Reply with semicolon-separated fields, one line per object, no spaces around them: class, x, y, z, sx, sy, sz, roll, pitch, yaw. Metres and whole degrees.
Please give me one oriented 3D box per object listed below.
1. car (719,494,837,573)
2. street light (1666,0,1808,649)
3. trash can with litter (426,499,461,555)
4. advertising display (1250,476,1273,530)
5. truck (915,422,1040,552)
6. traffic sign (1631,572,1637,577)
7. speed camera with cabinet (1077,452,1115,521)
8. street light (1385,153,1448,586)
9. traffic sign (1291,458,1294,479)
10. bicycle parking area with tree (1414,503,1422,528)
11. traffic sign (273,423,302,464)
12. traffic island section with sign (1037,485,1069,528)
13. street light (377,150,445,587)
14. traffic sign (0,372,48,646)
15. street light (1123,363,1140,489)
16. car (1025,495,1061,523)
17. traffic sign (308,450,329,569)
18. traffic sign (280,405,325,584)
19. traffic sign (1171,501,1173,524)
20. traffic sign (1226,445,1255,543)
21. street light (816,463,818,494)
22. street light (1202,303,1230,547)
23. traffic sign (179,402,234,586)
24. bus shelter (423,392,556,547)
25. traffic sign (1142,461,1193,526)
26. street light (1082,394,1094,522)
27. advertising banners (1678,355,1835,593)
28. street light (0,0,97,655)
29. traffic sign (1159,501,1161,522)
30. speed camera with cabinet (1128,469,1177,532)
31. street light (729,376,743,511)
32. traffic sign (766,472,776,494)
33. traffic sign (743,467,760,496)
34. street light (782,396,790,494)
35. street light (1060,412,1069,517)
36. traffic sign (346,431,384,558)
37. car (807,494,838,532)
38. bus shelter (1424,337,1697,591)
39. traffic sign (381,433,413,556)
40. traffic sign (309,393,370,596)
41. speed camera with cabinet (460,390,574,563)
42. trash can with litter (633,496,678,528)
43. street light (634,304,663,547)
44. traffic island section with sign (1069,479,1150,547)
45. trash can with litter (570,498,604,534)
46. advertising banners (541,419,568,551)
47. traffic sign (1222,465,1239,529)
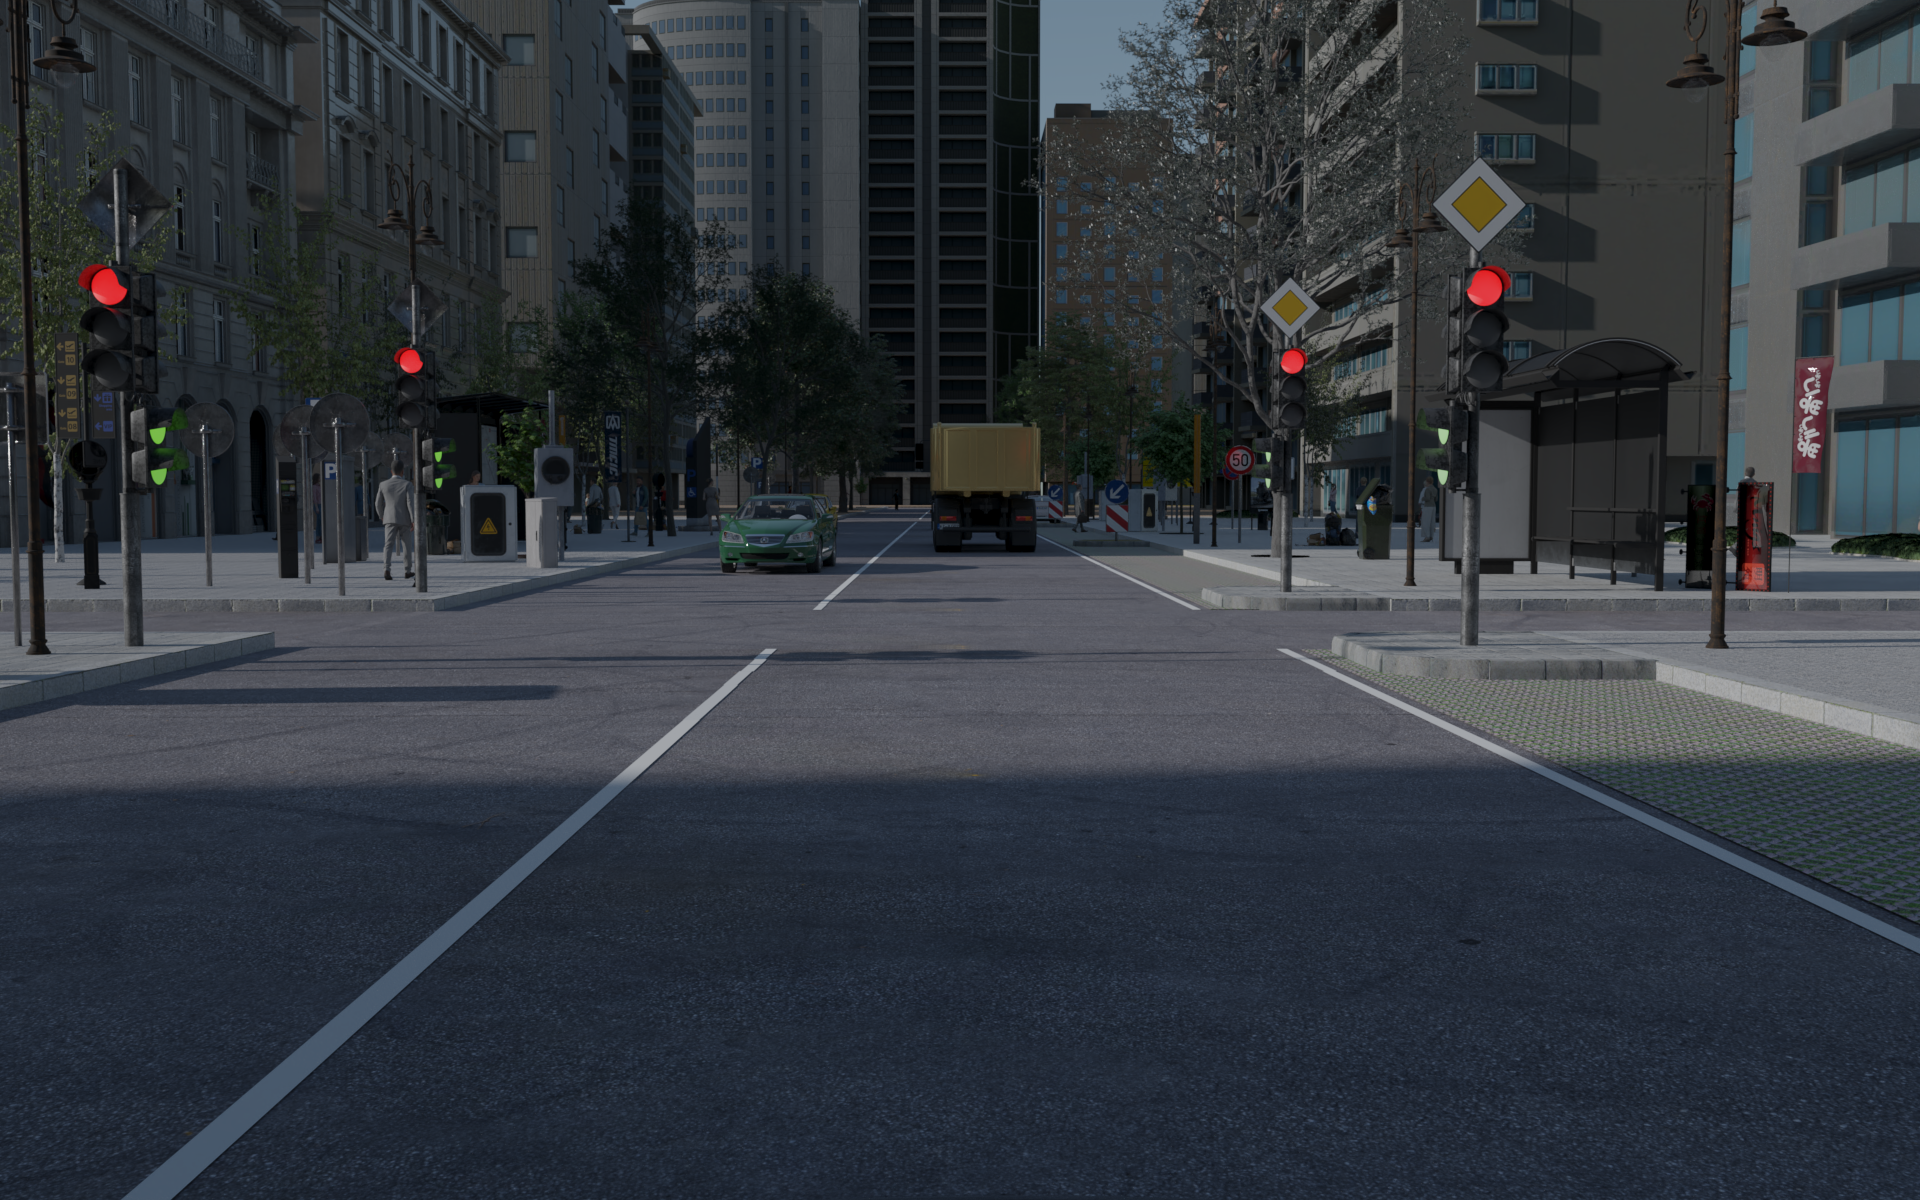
car;-3.405;-1.295;32.967;2.131;1.459;4.920;0;4;1
street light;6.305;-2.535;14.243;0.468;5.910;1.993;0;4;0
trash can with litter;-10.991;-1.545;36.655;0.624;1.170;1.055;1;4;19
advertising display;10.716;-3.427;61.243;0.974;1.923;0.123;2;4;34
truck;0.524;-3.076;46.225;3.469;3.379;9.791;0;4;-1
traffic sign;10.438;-1.629;26.738;0.768;2.556;0.104;1;4;9
speed camera with cabinet;6.572;-5.347;81.762;2.038;3.252;0.660;0;4;-6
street light;6.281;-3.132;23.989;0.468;5.910;1.993;0;4;0
traffic sign;9.075;-2.848;48.688;0.606;2.300;0.079;1;4;9
bicycle parking area with tree;22.111;-4.863;66.510;8.231;4.147;9.016;3;5;45
traffic sign;-11.175;-1.772;29.071;0.768;2.556;0.104;0;4;7
traffic island section with sign;3.955;-4.031;74.528;1.989;1.847;2.006;0;4;0
street light;-7.475;-3.117;23.750;0.468;5.910;1.993;0;4;0
traffic sign;-7.946;-0.760;14.552;0.606;2.300;0.079;0;4;6
street light;6.043;-5.413;61.295;0.468;5.910;1.993;0;4;0
car;3.693;-4.233;81.571;2.083;1.381;4.827;0;4;-2
traffic sign;-11.074;-1.799;29.514;0.768;2.556;0.104;1;4;9
traffic sign;-9.332;-1.505;24.705;0.768;2.556;0.104;0;4;6
traffic sign;8.974;-4.477;73.299;0.768;2.556;0.104;0;4;5
traffic sign;7.338;-2.769;45.387;0.768;2.556;0.104;0;4;7
street light;-7.954;-7.547;96.185;0.468;5.910;1.993;0;4;0
street light;6.186;-4.232;41.980;0.468;5.910;1.993;0;4;0
traffic sign;-10.436;-1.462;24.006;0.768;2.556;0.104;0;4;1
bus shelter;-11.558;-3.157;42.898;1.731;3.624;6.357;0;4;0
traffic sign;8.538;-4.689;70.530;2.265;3.308;0.079;0;4;6
street light;5.882;-6.520;79.396;0.468;5.910;1.993;0;4;0
advertising banners;10.446;-1.626;22.781;0.090;3.025;2.074;-2;4;-34
street light;-7.382;-2.502;13.697;0.468;5.910;1.993;0;4;0
traffic sign;9.184;-4.859;79.548;0.768;2.556;0.104;0;4;7
speed camera with cabinet;6.595;-3.963;59.138;0.660;3.252;2.038;3;5;44
street light;-7.709;-5.347;60.203;0.468;5.910;1.993;0;4;0
traffic sign;-10.721;-5.947;97.347;0.768;2.556;0.104;0;4;7
traffic sign;-9.642;-4.886;79.991;0.768;2.556;0.104;0;4;2
street light;-7.864;-6.447;78.194;0.468;5.910;1.993;0;4;0
street light;5.872;-7.621;97.387;0.468;5.910;1.993;0;4;0
traffic sign;-11.876;-2.109;34.585;0.768;2.556;0.104;0;4;2
car;-5.231;-3.052;60.117;2.015;1.641;3.980;0;4;1
bus shelter;8.482;-1.910;25.160;2.014;3.302;5.546;0;4;0
traffic sign;-11.682;-2.191;35.930;0.768;2.556;0.104;0;4;1
traffic sign;-7.806;-1.327;21.801;0.768;2.556;0.104;0;4;1
speed camera with cabinet;-8.380;-2.350;32.756;2.038;3.252;0.660;-1;4;-21
trash can with litter;-11.391;-3.306;65.108;1.678;1.210;2.233;-2;4;-28
street light;-7.565;-4.246;42.213;0.468;5.910;1.993;0;4;0
traffic island section with sign;4.129;-2.382;47.573;1.989;1.847;2.006;0;4;0
trash can with litter;-12.005;-2.712;55.721;1.055;1.170;0.624;-1;4;-17
advertising banners;-9.382;-2.673;39.886;0.090;3.025;2.074;-2;4;-28
traffic sign;10.007;-3.880;63.543;0.768;2.556;0.104;0;4;5
